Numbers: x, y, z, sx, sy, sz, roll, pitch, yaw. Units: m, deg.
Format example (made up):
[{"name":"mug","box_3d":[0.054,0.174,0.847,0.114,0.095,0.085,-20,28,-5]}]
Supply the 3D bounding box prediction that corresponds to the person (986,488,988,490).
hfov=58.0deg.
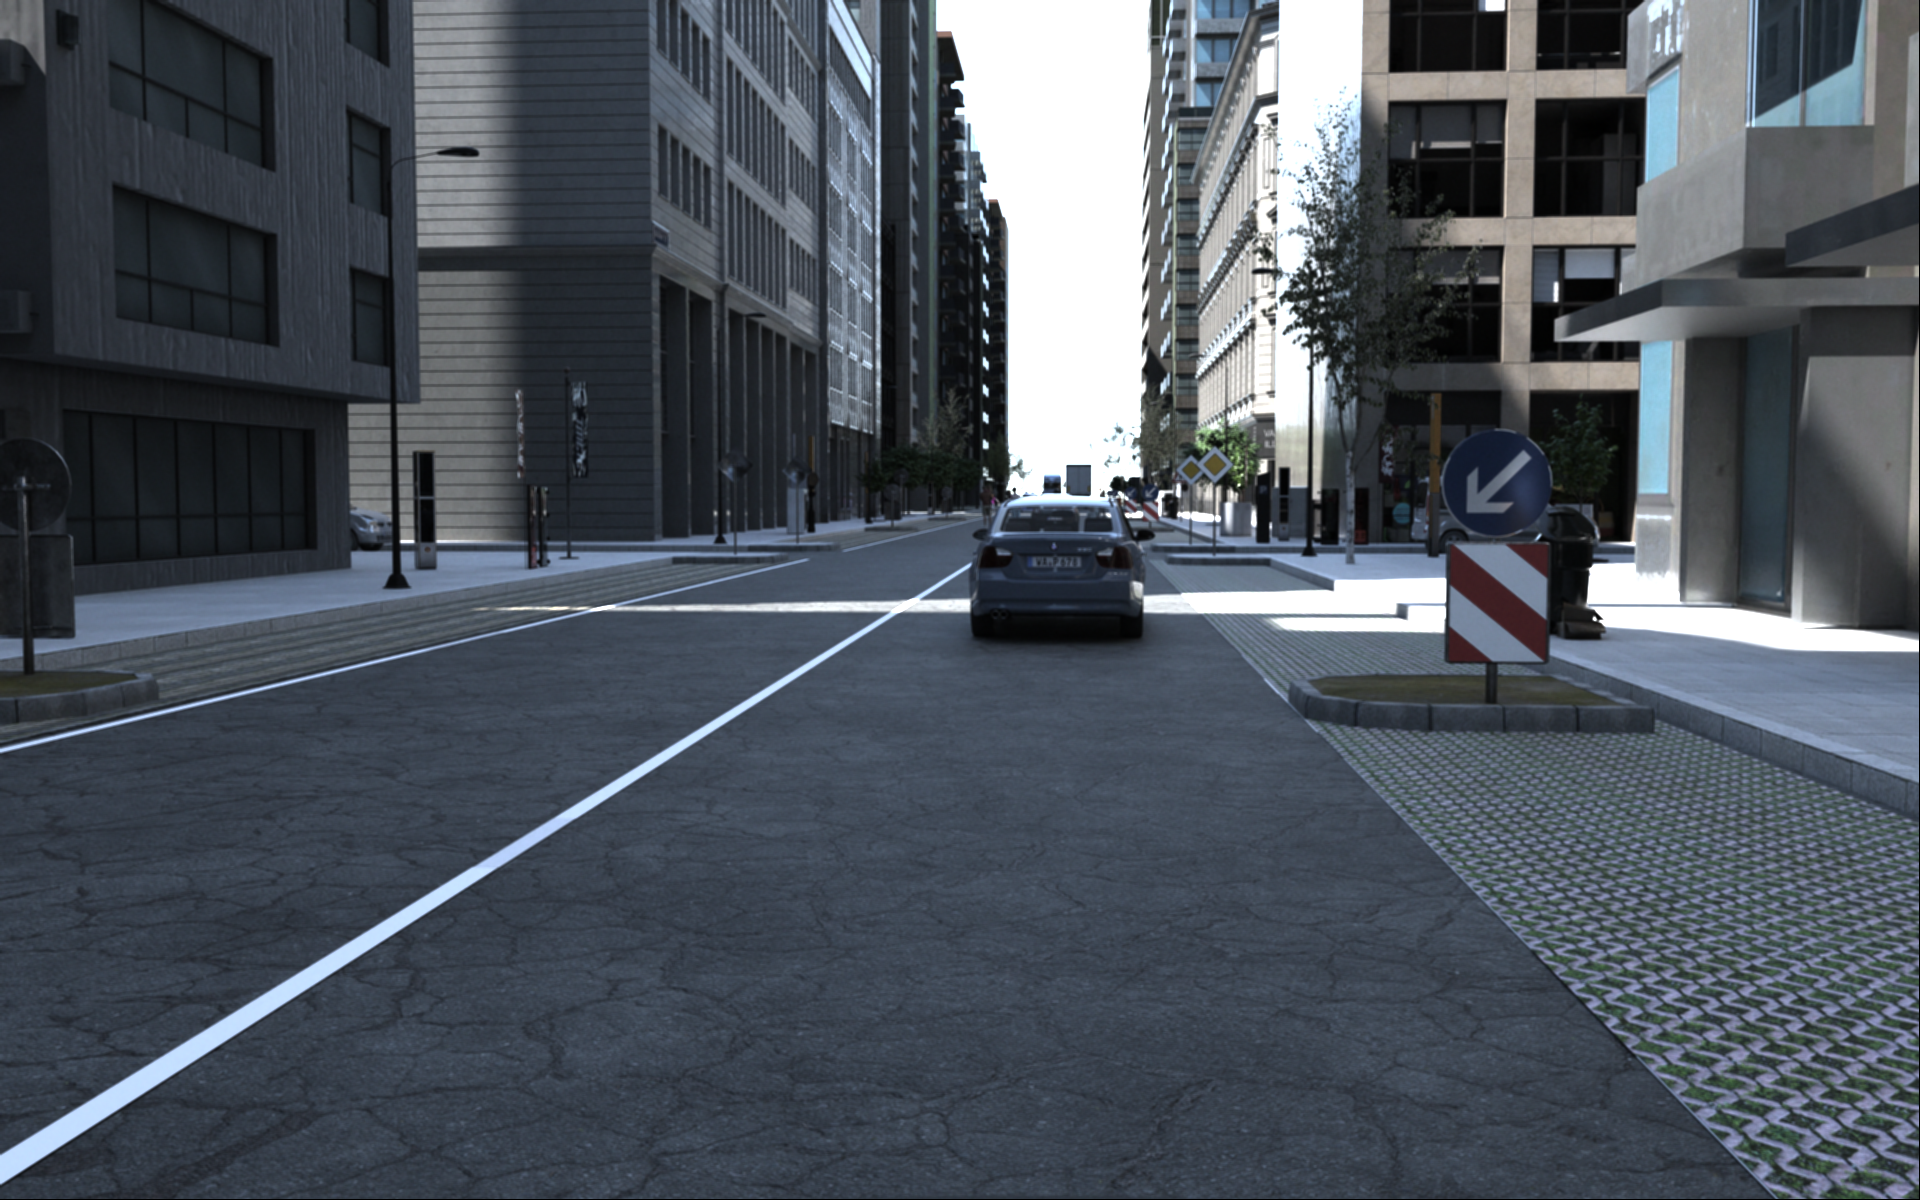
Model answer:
[{"name":"person","box_3d":[1.877,-6.583,116.155,0.581,1.822,0.654,1,4,14]}]

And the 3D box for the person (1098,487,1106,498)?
[{"name":"person","box_3d":[8.542,-5.934,105.294,0.755,1.850,0.659,-1,4,-11]}]

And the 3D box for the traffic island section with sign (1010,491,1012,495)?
[{"name":"traffic island section with sign","box_3d":[4.844,-9.935,171.063,1.989,1.847,2.006,0,4,4]}]

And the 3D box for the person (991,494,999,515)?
[{"name":"person","box_3d":[2.289,-6.682,120.970,0.991,1.433,0.599,1,4,22]}]

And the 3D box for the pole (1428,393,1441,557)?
[{"name":"pole","box_3d":[9.622,-2.524,35.110,0.158,3.312,0.155,0,3,0]}]

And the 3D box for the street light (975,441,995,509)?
[{"name":"street light","box_3d":[2.047,-10.974,151.962,1.470,5.913,1.316,0,4,4]}]

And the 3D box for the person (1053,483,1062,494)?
[{"name":"person","box_3d":[4.174,-3.950,72.449,0.474,1.900,0.648,-3,4,-37]}]

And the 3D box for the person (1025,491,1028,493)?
[{"name":"person","box_3d":[6.470,-9.880,170.828,0.721,1.735,1.217,-1,4,-20]}]

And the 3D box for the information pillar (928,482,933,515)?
[{"name":"information pillar","box_3d":[-1.809,-6.142,104.910,0.304,2.012,0.304,0,4,-1]}]

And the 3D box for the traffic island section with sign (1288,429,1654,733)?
[{"name":"traffic island section with sign","box_3d":[3.210,-0.164,11.307,1.989,1.847,2.006,0,4,4]}]

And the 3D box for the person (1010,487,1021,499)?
[{"name":"person","box_3d":[2.176,-3.542,67.254,0.563,1.720,0.643,-2,4,-35]}]

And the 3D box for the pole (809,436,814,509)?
[{"name":"pole","box_3d":[-5.230,-4.108,61.009,0.158,3.312,0.155,0,3,0]}]

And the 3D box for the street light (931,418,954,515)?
[{"name":"street light","box_3d":[-1.169,-8.145,105.713,1.470,5.913,1.316,0,4,4]}]

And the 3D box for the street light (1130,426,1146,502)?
[{"name":"street light","box_3d":[12.534,-8.916,118.315,1.470,5.913,1.316,0,4,4]}]

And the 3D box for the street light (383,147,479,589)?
[{"name":"street light","box_3d":[-7.123,-3.108,23.351,1.470,5.913,1.316,0,4,4]}]

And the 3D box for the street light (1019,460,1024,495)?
[{"name":"street light","box_3d":[8.016,-16.075,235.366,1.470,5.913,1.316,0,4,4]}]

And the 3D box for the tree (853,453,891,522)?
[{"name":"tree","box_3d":[-3.905,-5.292,81.125,1.663,3.219,1.824,0,3,0]}]

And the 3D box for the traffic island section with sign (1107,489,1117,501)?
[{"name":"traffic island section with sign","box_3d":[9.081,-5.181,93.336,1.989,1.847,2.006,0,4,4]}]

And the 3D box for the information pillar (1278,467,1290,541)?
[{"name":"information pillar","box_3d":[8.894,-2.632,47.522,0.304,2.012,0.304,1,4,11]}]

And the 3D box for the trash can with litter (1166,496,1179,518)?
[{"name":"trash can with litter","box_3d":[11.280,-4.965,92.567,0.624,1.170,1.055,-1,4,-17]}]

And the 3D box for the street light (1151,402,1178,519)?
[{"name":"street light","box_3d":[10.371,-7.055,87.890,1.470,5.913,1.316,0,4,4]}]

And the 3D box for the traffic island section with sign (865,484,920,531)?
[{"name":"traffic island section with sign","box_3d":[-2.596,-3.575,67.075,1.989,1.847,2.006,0,4,4]}]

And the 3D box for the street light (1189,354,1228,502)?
[{"name":"street light","box_3d":[8.287,-5.194,57.460,1.470,5.913,1.316,0,4,4]}]

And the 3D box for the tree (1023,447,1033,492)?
[{"name":"tree","box_3d":[5.813,-16.016,212.224,4.737,8.622,4.395,0,3,0]}]

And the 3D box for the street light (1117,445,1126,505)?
[{"name":"street light","box_3d":[15.970,-11.745,164.568,1.470,5.913,1.316,0,4,4]}]

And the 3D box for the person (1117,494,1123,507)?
[{"name":"person","box_3d":[11.724,-7.072,127.381,0.557,1.426,1.065,3,5,43]}]

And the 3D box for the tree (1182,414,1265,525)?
[{"name":"tree","box_3d":[10.843,-5.369,71.504,4.285,4.588,4.351,0,3,0]}]

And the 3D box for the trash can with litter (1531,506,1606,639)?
[{"name":"trash can with litter","box_3d":[5.576,-0.262,15.669,0.624,1.170,1.055,0,4,-1]}]

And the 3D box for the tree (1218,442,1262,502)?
[{"name":"tree","box_3d":[10.292,-4.297,64.855,1.663,3.219,1.824,0,3,0]}]

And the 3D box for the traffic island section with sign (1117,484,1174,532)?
[{"name":"traffic island section with sign","box_3d":[7.108,-3.501,65.868,1.989,1.847,2.006,0,4,4]}]

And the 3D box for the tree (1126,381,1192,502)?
[{"name":"tree","box_3d":[12.799,-9.893,112.113,4.360,8.622,3.978,0,3,0]}]

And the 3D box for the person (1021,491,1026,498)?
[{"name":"person","box_3d":[6.553,-10.018,173.026,1.217,1.736,0.721,1,4,12]}]

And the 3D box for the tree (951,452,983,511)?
[{"name":"tree","box_3d":[-1.650,-7.909,113.018,4.285,4.588,4.351,0,3,0]}]

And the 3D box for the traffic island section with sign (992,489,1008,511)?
[{"name":"traffic island section with sign","box_3d":[2.865,-8.245,143.441,1.989,1.847,2.006,0,4,4]}]

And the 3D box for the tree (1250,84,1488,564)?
[{"name":"tree","box_3d":[7.196,-4.958,31.429,4.360,8.622,3.978,0,3,0]}]

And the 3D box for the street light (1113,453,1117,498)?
[{"name":"street light","box_3d":[18.055,-13.606,194.998,1.470,5.913,1.316,0,4,4]}]

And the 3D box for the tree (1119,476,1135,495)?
[{"name":"tree","box_3d":[18.152,-11.700,185.888,1.663,3.219,1.824,0,3,0]}]

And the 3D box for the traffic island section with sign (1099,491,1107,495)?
[{"name":"traffic island section with sign","box_3d":[12.621,-8.209,142.844,1.989,1.847,2.006,0,4,4]}]

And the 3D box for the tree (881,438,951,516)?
[{"name":"tree","box_3d":[-3.194,-7.137,100.407,4.285,4.588,4.351,0,3,0]}]

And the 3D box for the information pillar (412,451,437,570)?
[{"name":"information pillar","box_3d":[-9.119,-1.530,29.506,0.304,2.012,0.304,-2,4,-31]}]

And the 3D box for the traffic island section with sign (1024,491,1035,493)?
[{"name":"traffic island section with sign","box_3d":[10.695,-14.932,252.771,1.989,1.847,2.006,0,4,4]}]

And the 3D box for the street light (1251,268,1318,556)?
[{"name":"street light","box_3d":[6.686,-3.863,35.700,1.470,5.913,1.316,0,4,4]}]

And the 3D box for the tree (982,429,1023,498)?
[{"name":"tree","box_3d":[3.973,-14.930,194.465,4.737,8.622,4.395,0,3,0]}]

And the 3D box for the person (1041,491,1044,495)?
[{"name":"person","box_3d":[8.496,-10.308,177.590,0.434,1.755,0.990,2,4,29]}]

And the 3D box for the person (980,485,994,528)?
[{"name":"person","box_3d":[1.176,-3.987,73.661,0.573,1.828,0.580,3,5,39]}]

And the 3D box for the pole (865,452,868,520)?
[{"name":"pole","box_3d":[-4.483,-5.489,83.590,0.158,3.312,0.155,0,3,0]}]

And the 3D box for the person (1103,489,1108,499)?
[{"name":"person","box_3d":[10.650,-7.303,127.933,0.705,1.821,1.348,-1,4,-16]}]

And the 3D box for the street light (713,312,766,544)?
[{"name":"street light","box_3d":[-5.649,-4.399,44.473,1.470,5.913,1.316,0,4,4]}]

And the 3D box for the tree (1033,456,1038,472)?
[{"name":"tree","box_3d":[9.204,-18.730,256.589,4.737,8.622,4.395,0,3,0]}]

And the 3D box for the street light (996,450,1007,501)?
[{"name":"street light","box_3d":[4.202,-12.835,182.388,1.470,5.913,1.316,0,4,4]}]

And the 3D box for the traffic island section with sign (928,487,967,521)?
[{"name":"traffic island section with sign","box_3d":[-0.664,-5.230,94.135,1.989,1.847,2.006,0,4,4]}]

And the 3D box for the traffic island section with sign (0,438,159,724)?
[{"name":"traffic island section with sign","box_3d":[-6.571,-0.179,11.555,1.989,1.847,2.006,0,4,4]}]

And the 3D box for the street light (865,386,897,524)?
[{"name":"street light","box_3d":[-3.400,-6.260,74.891,1.470,5.913,1.316,0,4,4]}]

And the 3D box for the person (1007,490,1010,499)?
[{"name":"person","box_3d":[3.661,-7.162,126.308,0.721,1.735,1.217,0,4,-7]}]

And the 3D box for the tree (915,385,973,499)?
[{"name":"tree","box_3d":[-1.044,-10.234,117.680,4.360,8.622,3.978,0,3,0]}]
